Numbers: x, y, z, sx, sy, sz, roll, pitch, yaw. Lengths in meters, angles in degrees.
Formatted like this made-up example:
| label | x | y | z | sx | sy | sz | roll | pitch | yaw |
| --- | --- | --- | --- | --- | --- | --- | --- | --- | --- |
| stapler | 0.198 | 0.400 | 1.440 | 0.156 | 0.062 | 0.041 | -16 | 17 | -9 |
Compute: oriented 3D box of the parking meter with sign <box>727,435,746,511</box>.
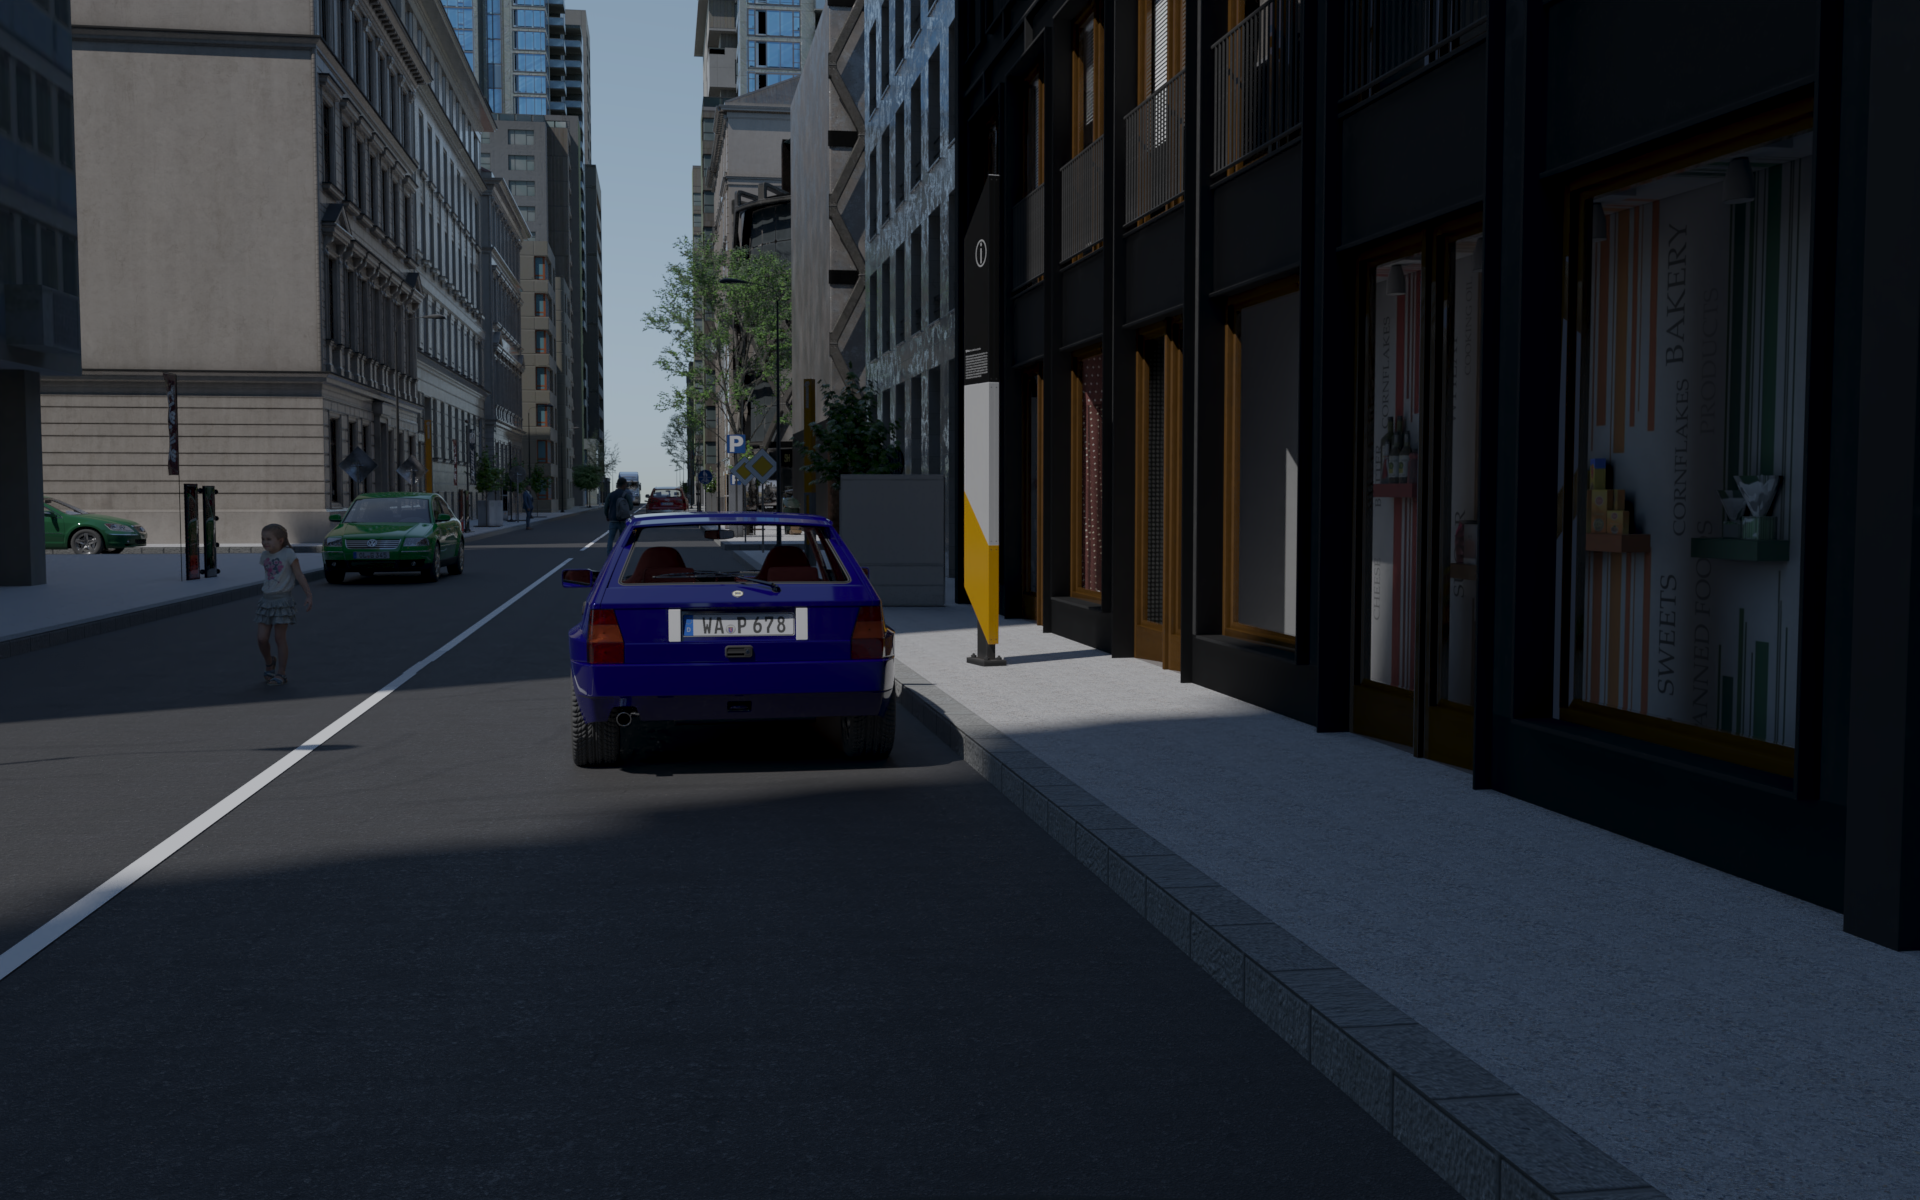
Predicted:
| label | x | y | z | sx | sy | sz | roll | pitch | yaw |
| --- | --- | --- | --- | --- | --- | --- | --- | --- | --- |
| parking meter with sign | -6.656 | -3.386 | 51.624 | 0.543 | 3.016 | 1.738 | 0 | 4 | -7 |

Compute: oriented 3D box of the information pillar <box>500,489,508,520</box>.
| label | x | y | z | sx | sy | sz | roll | pitch | yaw |
| --- | --- | --- | --- | --- | --- | --- | --- | --- | --- |
| information pillar | -22.162 | -4.875 | 84.198 | 0.304 | 2.012 | 0.304 | -2 | 4 | -32 |

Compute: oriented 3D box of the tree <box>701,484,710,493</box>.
| label | x | y | z | sx | sy | sz | roll | pitch | yaw |
| --- | --- | --- | --- | --- | --- | --- | --- | --- | --- |
| tree | -17.541 | -7.771 | 121.654 | 1.663 | 3.219 | 1.824 | 0 | 3 | 0 |

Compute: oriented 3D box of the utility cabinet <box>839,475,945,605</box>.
| label | x | y | z | sx | sy | sz | roll | pitch | yaw |
| --- | --- | --- | --- | --- | --- | --- | --- | --- | --- |
| utility cabinet | -0.761 | -0.680 | 19.790 | 1.173 | 1.500 | 0.318 | 0 | 4 | 2 |

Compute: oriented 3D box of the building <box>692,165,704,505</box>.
| label | x | y | z | sx | sy | sz | roll | pitch | yaw |
| --- | --- | --- | --- | --- | --- | --- | --- | --- | --- |
| building | -26.647 | -32.745 | 218.969 | 14.154 | 41.232 | 14.086 | -1 | 4 | -10 |

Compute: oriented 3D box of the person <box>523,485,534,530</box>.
| label | x | y | z | sx | sy | sz | roll | pitch | yaw |
| --- | --- | --- | --- | --- | --- | --- | --- | --- | --- |
| person | -17.453 | -3.749 | 69.983 | 0.419 | 1.800 | 0.721 | 0 | 3 | 0 |

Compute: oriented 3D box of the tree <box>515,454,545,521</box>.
| label | x | y | z | sx | sy | sz | roll | pitch | yaw |
| --- | --- | --- | --- | --- | --- | --- | --- | --- | --- |
| tree | -21.031 | -5.372 | 82.426 | 1.663 | 3.219 | 1.824 | 0 | 3 | 0 |

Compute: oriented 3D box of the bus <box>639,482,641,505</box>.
| label | x | y | z | sx | sy | sz | roll | pitch | yaw |
| --- | --- | --- | --- | --- | --- | --- | --- | --- | --- |
| bus | -44.528 | -14.639 | 234.204 | 2.948 | 3.499 | 13.247 | -1 | 4 | -10 |

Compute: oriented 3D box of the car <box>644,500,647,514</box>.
| label | x | y | z | sx | sy | sz | roll | pitch | yaw |
| --- | --- | --- | --- | --- | --- | --- | --- | --- | --- |
| car | -18.970 | -6.104 | 109.594 | 2.009 | 1.686 | 4.222 | -1 | 4 | -9 |

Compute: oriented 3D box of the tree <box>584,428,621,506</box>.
| label | x | y | z | sx | sy | sz | roll | pitch | yaw |
| --- | --- | --- | --- | --- | --- | --- | --- | --- | --- |
| tree | -40.044 | -14.861 | 193.344 | 4.360 | 8.622 | 3.978 | 0 | 3 | 0 |

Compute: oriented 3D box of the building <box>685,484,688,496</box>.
| label | x | y | z | sx | sy | sz | roll | pitch | yaw |
| --- | --- | --- | --- | --- | --- | --- | --- | --- | --- |
| building | -26.739 | -35.224 | 267.795 | 32.217 | 40.220 | 23.993 | -1 | 4 | -10 |

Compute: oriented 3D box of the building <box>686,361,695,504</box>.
| label | x | y | z | sx | sy | sz | roll | pitch | yaw |
| --- | --- | --- | --- | --- | --- | --- | --- | --- | --- |
| building | -24.017 | -24.282 | 242.048 | 27.650 | 21.520 | 28.899 | -1 | 4 | -10 |

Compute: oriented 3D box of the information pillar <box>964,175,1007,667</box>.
| label | x | y | z | sx | sy | sz | roll | pitch | yaw |
| --- | --- | --- | --- | --- | --- | --- | --- | --- | --- |
| information pillar | 0.167 | -1.324 | 13.007 | 0.183 | 3.616 | 0.504 | -1 | 4 | -22 |

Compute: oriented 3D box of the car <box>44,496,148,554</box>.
| label | x | y | z | sx | sy | sz | roll | pitch | yaw |
| --- | --- | --- | --- | --- | --- | --- | --- | --- | --- |
| car | -21.330 | -1.713 | 39.800 | 4.920 | 1.459 | 2.131 | -1 | 4 | -9 |

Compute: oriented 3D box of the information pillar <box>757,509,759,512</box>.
| label | x | y | z | sx | sy | sz | roll | pitch | yaw |
| --- | --- | --- | --- | --- | --- | --- | --- | --- | --- |
| information pillar | -9.071 | -4.401 | 76.445 | 0.304 | 2.012 | 0.304 | 3 | 5 | 39 |

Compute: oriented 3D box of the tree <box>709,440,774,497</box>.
| label | x | y | z | sx | sy | sz | roll | pitch | yaw |
| --- | --- | --- | --- | --- | --- | --- | --- | --- | --- |
| tree | -7.588 | -4.101 | 61.652 | 1.663 | 3.219 | 1.824 | 0 | 3 | 0 |

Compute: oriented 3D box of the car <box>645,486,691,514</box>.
| label | x | y | z | sx | sy | sz | roll | pitch | yaw |
| --- | --- | --- | --- | --- | --- | --- | --- | --- | --- |
| car | -14.526 | -4.741 | 86.182 | 2.281 | 1.827 | 5.304 | -1 | 4 | -9 |

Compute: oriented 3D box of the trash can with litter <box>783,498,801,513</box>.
| label | x | y | z | sx | sy | sz | roll | pitch | yaw |
| --- | --- | --- | --- | --- | --- | --- | --- | --- | --- |
| trash can with litter | -5.194 | -2.636 | 54.493 | 0.624 | 1.170 | 1.055 | -1 | 4 | -21 |

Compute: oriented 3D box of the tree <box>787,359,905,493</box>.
| label | x | y | z | sx | sy | sz | roll | pitch | yaw |
| --- | --- | --- | --- | --- | --- | --- | --- | --- | --- |
| tree | -1.665 | -1.851 | 24.873 | 1.663 | 3.219 | 1.824 | 0 | 3 | 0 |

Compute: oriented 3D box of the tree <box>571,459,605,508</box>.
| label | x | y | z | sx | sy | sz | roll | pitch | yaw |
| --- | --- | --- | --- | --- | --- | --- | --- | --- | --- |
| tree | -34.573 | -10.832 | 160.814 | 4.285 | 4.588 | 4.351 | 0 | 3 | 0 |

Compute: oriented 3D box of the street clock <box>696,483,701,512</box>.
| label | x | y | z | sx | sy | sz | roll | pitch | yaw |
| --- | --- | --- | --- | --- | --- | --- | --- | --- | --- |
| street clock | -16.928 | -6.568 | 111.960 | 0.358 | 2.002 | 0.471 | 0 | 4 | -3 |

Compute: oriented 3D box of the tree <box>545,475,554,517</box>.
| label | x | y | z | sx | sy | sz | roll | pitch | yaw |
| --- | --- | --- | --- | --- | --- | --- | --- | --- | --- |
| tree | -23.054 | -6.136 | 94.929 | 1.663 | 3.219 | 1.824 | 0 | 3 | 0 |

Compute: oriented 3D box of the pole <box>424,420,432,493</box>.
| label | x | y | z | sx | sy | sz | roll | pitch | yaw |
| --- | --- | --- | --- | --- | --- | --- | --- | --- | --- |
| pole | -14.663 | -3.299 | 47.786 | 0.158 | 3.312 | 0.155 | 0 | 3 | 0 |

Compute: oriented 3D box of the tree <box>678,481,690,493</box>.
| label | x | y | z | sx | sy | sz | roll | pitch | yaw |
| --- | --- | --- | --- | --- | --- | --- | --- | --- | --- |
| tree | -35.270 | -13.844 | 220.951 | 1.663 | 3.219 | 1.824 | 0 | 3 | 0 |

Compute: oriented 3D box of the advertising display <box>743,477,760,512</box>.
| label | x | y | z | sx | sy | sz | roll | pitch | yaw |
| --- | --- | --- | --- | --- | --- | --- | --- | --- | --- |
| advertising display | -6.503 | -2.957 | 53.556 | 0.123 | 1.923 | 0.974 | 1 | 4 | 14 |

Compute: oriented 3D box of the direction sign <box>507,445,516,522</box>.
| label | x | y | z | sx | sy | sz | roll | pitch | yaw |
| --- | --- | --- | --- | --- | --- | --- | --- | --- | --- |
| direction sign | -20.626 | -5.354 | 79.527 | 0.379 | 3.537 | 0.876 | -1 | 4 | -17 |

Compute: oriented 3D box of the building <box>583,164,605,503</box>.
| label | x | y | z | sx | sy | sz | roll | pitch | yaw |
| --- | --- | --- | --- | --- | --- | --- | --- | --- | --- |
| building | -60.658 | -37.689 | 239.917 | 21.300 | 48.544 | 21.600 | -1 | 4 | -10 |

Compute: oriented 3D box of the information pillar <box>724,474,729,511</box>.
| label | x | y | z | sx | sy | sz | roll | pitch | yaw |
| --- | --- | --- | --- | --- | --- | --- | --- | --- | --- |
| information pillar | -8.444 | -3.601 | 63.366 | 0.304 | 2.012 | 0.304 | -1 | 4 | -17 |

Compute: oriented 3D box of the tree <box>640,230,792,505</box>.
| label | x | y | z | sx | sy | sz | roll | pitch | yaw |
| --- | --- | --- | --- | --- | --- | --- | --- | --- | --- |
| tree | -8.781 | -8.751 | 68.840 | 9.928 | 11.665 | 9.643 | 0 | 3 | 0 |

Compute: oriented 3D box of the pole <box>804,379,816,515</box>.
| label | x | y | z | sx | sy | sz | roll | pitch | yaw |
| --- | --- | --- | --- | --- | --- | --- | --- | --- | --- |
| pole | -2.662 | -2.256 | 30.721 | 0.158 | 3.312 | 0.155 | 0 | 3 | 0 |

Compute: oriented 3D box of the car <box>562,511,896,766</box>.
| label | x | y | z | sx | sy | sz | roll | pitch | yaw |
| --- | --- | --- | --- | --- | --- | --- | --- | --- | --- |
| car | -1.456 | 0.122 | 10.585 | 1.945 | 1.354 | 3.894 | -1 | 4 | -10 |

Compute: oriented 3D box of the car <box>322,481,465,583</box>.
| label | x | y | z | sx | sy | sz | roll | pitch | yaw |
| --- | --- | --- | --- | --- | --- | --- | --- | --- | --- |
| car | -9.566 | -1.262 | 29.425 | 1.959 | 1.807 | 4.718 | -1 | 4 | -8 |

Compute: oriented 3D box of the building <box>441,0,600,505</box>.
| label | x | y | z | sx | sy | sz | roll | pitch | yaw |
| --- | --- | --- | --- | --- | --- | --- | --- | --- | --- |
| building | -56.022 | -55.061 | 212.917 | 22.319 | 86.520 | 31.000 | -1 | 4 | -10 |

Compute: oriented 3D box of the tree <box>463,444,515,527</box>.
| label | x | y | z | sx | sy | sz | roll | pitch | yaw |
| --- | --- | --- | --- | --- | --- | --- | --- | --- | --- |
| tree | -18.385 | -4.445 | 67.278 | 1.663 | 3.219 | 1.824 | 0 | 3 | 0 |

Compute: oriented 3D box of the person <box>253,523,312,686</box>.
| label | x | y | z | sx | sy | sz | roll | pitch | yaw |
| --- | --- | --- | --- | --- | --- | --- | --- | --- | --- |
| person | -5.095 | 0.026 | 13.093 | 0.505 | 1.210 | 0.382 | 1 | 4 | 12 |

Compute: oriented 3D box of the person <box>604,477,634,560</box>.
| label | x | y | z | sx | sy | sz | roll | pitch | yaw |
| --- | --- | --- | --- | --- | --- | --- | --- | --- | --- |
| person | -7.170 | -1.685 | 36.397 | 0.623 | 1.781 | 0.721 | -1 | 4 | -8 |

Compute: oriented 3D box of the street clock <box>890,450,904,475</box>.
| label | x | y | z | sx | sy | sz | roll | pitch | yaw |
| --- | --- | --- | --- | --- | --- | --- | --- | --- | --- |
| street clock | -1.065 | -1.365 | 26.882 | 0.358 | 2.002 | 0.471 | 2 | 4 | 25 |

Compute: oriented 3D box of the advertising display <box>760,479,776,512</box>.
| label | x | y | z | sx | sy | sz | roll | pitch | yaw |
| --- | --- | --- | --- | --- | --- | --- | --- | --- | --- |
| advertising display | -8.318 | -4.279 | 75.178 | 0.974 | 1.923 | 0.123 | -1 | 4 | -21 |
